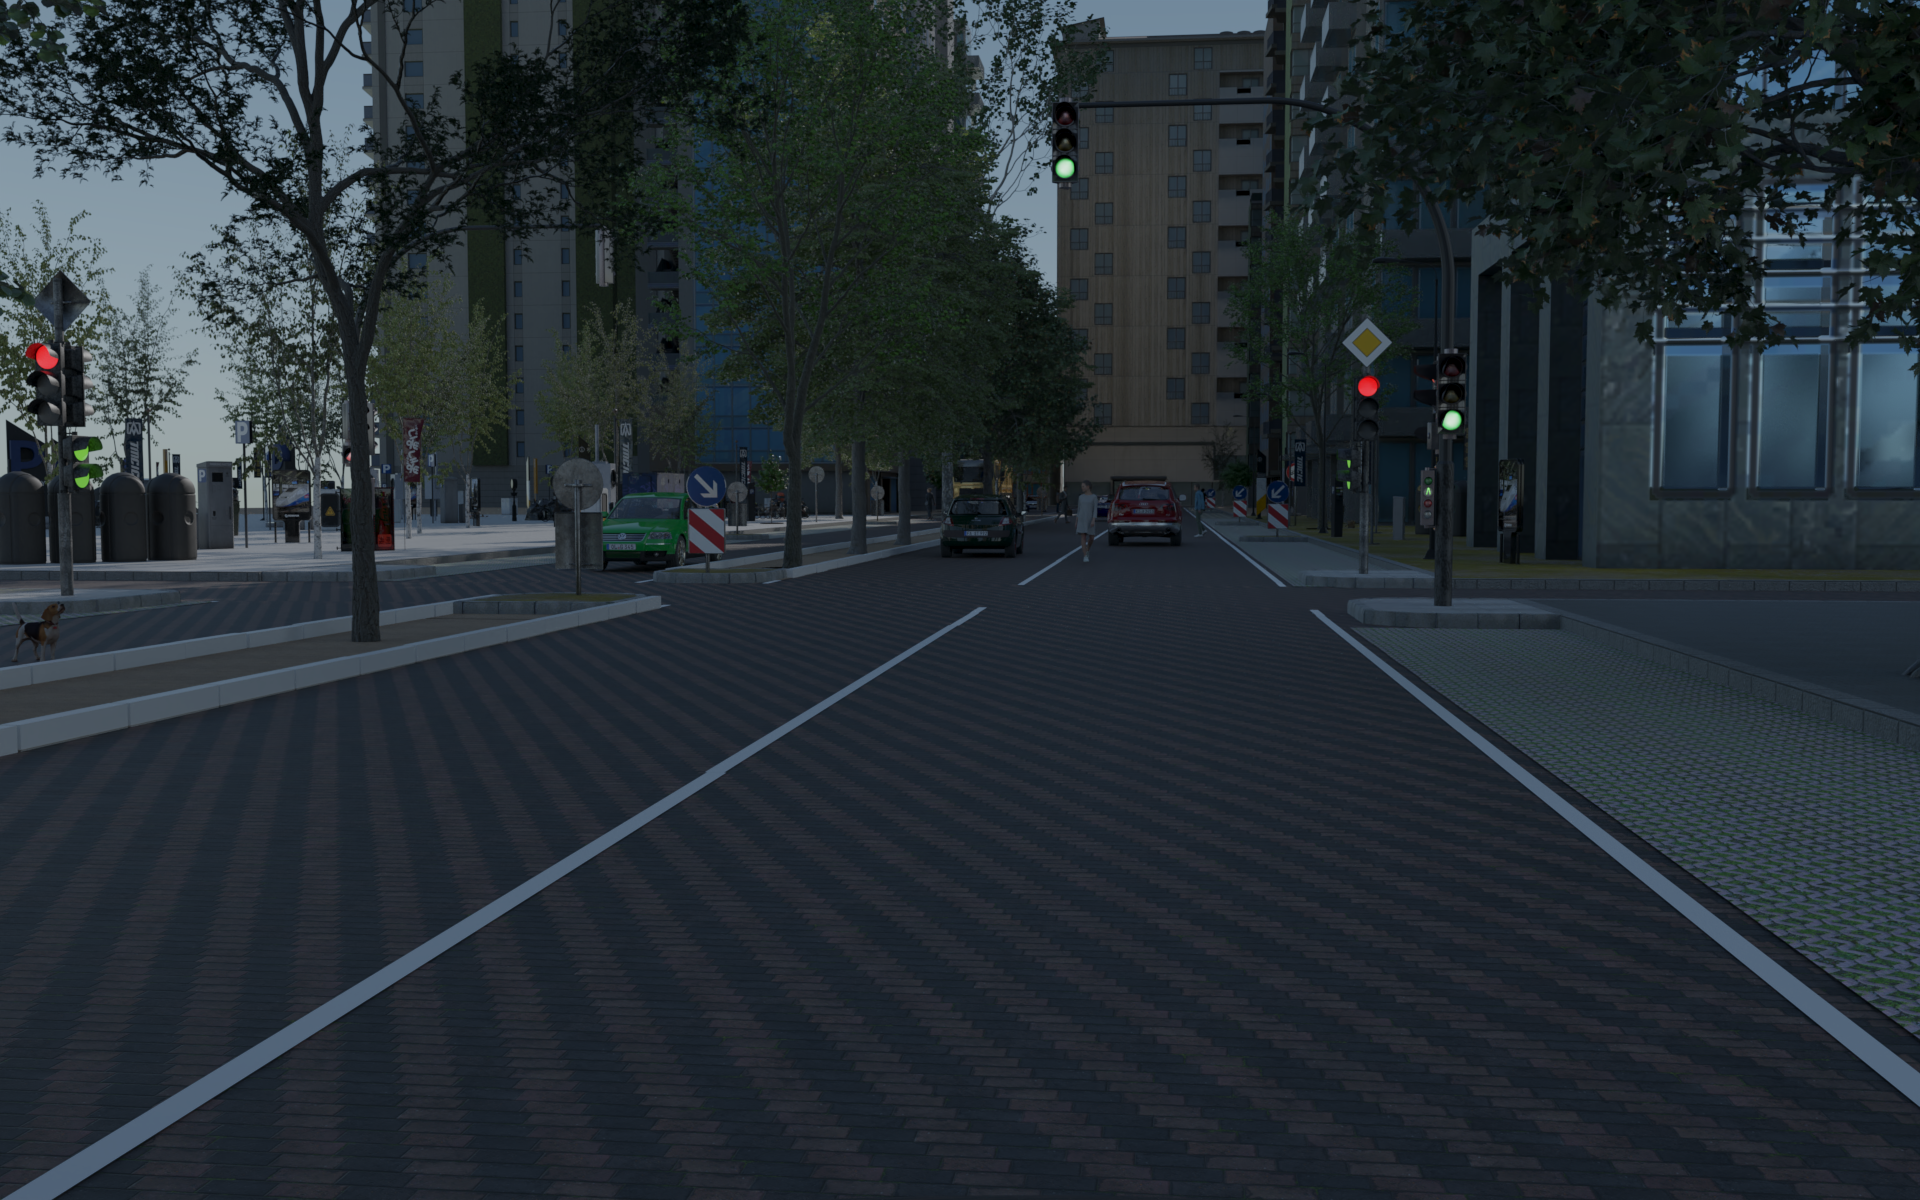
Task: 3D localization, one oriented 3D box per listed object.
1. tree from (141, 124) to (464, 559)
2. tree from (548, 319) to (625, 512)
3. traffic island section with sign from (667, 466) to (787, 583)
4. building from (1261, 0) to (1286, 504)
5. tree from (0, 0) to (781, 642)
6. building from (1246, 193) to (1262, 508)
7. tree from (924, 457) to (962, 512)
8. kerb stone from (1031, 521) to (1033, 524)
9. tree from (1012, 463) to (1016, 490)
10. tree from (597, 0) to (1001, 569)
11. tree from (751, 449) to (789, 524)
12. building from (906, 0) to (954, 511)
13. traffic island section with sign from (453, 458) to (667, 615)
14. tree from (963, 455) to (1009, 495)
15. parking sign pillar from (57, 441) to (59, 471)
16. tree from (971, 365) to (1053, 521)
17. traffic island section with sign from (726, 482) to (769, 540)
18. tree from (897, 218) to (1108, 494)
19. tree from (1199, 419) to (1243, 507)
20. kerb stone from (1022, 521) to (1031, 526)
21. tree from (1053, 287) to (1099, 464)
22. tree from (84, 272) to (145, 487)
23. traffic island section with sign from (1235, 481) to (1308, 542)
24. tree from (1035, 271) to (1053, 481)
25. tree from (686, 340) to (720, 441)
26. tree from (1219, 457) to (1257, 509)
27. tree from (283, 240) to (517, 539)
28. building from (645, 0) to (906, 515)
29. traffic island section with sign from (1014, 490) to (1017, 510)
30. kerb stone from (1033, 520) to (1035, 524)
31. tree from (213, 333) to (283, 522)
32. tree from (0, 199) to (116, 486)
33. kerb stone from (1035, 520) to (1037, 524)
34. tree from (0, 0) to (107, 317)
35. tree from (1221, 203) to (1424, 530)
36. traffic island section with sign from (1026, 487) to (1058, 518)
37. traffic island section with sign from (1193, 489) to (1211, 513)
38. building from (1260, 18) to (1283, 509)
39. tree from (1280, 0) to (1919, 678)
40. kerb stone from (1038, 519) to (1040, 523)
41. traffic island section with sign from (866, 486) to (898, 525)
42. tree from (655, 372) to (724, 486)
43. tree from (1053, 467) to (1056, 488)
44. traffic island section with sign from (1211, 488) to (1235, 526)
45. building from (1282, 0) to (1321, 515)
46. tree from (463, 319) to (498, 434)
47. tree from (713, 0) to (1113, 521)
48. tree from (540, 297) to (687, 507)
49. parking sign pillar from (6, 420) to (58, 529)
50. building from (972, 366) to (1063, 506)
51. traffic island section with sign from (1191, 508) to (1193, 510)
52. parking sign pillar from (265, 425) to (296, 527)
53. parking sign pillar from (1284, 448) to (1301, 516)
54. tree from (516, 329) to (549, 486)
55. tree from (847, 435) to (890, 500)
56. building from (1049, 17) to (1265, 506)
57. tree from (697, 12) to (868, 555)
[{"bbox_3d":[-12.948,-5.129,34.216,4.360,8.622,3.978,0,3,0],"label":"tree"},{"bbox_3d":[-16.288,-7.529,73.463,4.737,8.622,4.395,0,3,0],"label":"tree"},{"bbox_3d":[-4.036,-1.261,28.749,2.006,1.907,1.989,0,4,7],"label":"traffic island section with sign"},{"bbox_3d":[34.418,-29.115,130.652,22.147,44.769,28.867,0,4,7],"label":"building"},{"bbox_3d":[-5.683,-4.888,16.786,8.767,10.594,7.601,0,4,7],"label":"tree"},{"bbox_3d":[34.782,-24.205,167.460,14.160,30.474,14.107,0,4,7],"label":"building"},{"bbox_3d":[-0.938,-8.673,125.514,4.285,4.588,4.351,0,3,0],"label":"tree"},{"bbox_3d":[3.205,-3.587,80.850,0.120,0.150,1.000,0,4,7],"label":"kerb stone"},{"bbox_3d":[3.871,-13.182,165.882,4.360,8.622,3.978,0,3,0],"label":"tree"},{"bbox_3d":[-3.073,-6.367,32.311,9.928,11.665,9.643,0,3,0],"label":"tree"},{"bbox_3d":[-8.198,-4.870,74.229,1.663,3.219,1.824,0,3,0],"label":"tree"},{"bbox_3d":[-12.605,-36.173,133.434,21.231,58.520,28.212,0,4,7],"label":"building"},{"bbox_3d":[-4.922,-0.811,21.395,2.006,1.907,1.989,0,4,7],"label":"traffic island section with sign"},{"bbox_3d":[1.268,-12.271,150.988,4.360,8.622,3.978,0,3,0],"label":"tree"},{"bbox_3d":[-42.812,-5.788,83.111,1.447,3.967,1.447,-3,5,-42],"label":"parking sign pillar"},{"bbox_3d":[1.718,-7.682,78.428,4.737,8.622,4.395,0,3,0],"label":"tree"},{"bbox_3d":[-7.095,-2.808,54.543,1.989,1.847,2.006,0,4,7],"label":"traffic island section with sign"},{"bbox_3d":[1.141,-9.252,70.730,9.611,12.733,9.660,0,3,0],"label":"tree"},{"bbox_3d":[25.349,-13.338,168.443,4.360,8.622,3.978,0,3,0],"label":"tree"},{"bbox_3d":[3.077,-3.525,79.833,0.120,0.150,1.000,0,4,7],"label":"kerb stone"},{"bbox_3d":[2.861,-10.020,84.416,7.486,12.596,7.792,0,3,0],"label":"tree"},{"bbox_3d":[-26.723,-6.453,55.876,4.360,8.622,3.978,0,3,0],"label":"tree"},{"bbox_3d":[9.433,-2.669,52.264,1.989,1.847,2.006,0,4,7],"label":"traffic island section with sign"},{"bbox_3d":[-1.628,-7.829,48.588,7.486,12.596,7.792,0,3,0],"label":"tree"},{"bbox_3d":[-13.310,-7.928,79.978,4.360,8.622,3.978,0,3,0],"label":"tree"},{"bbox_3d":[24.350,-10.284,151.859,4.285,4.588,4.351,0,3,0],"label":"tree"},{"bbox_3d":[-16.017,-6.059,49.431,4.737,8.622,4.395,0,3,0],"label":"tree"},{"bbox_3d":[-11.382,-28.273,112.376,14.600,45.320,14.200,0,4,7],"label":"building"},{"bbox_3d":[5.269,-9.149,158.215,1.989,1.847,2.006,0,4,7],"label":"traffic island section with sign"},{"bbox_3d":[3.325,-3.650,81.865,0.120,0.150,1.000,0,4,7],"label":"kerb stone"},{"bbox_3d":[-31.761,-7.869,79.028,4.737,8.622,4.395,0,3,0],"label":"tree"},{"bbox_3d":[-22.650,-5.638,42.543,4.737,8.622,4.395,0,3,0],"label":"tree"},{"bbox_3d":[3.445,-3.711,82.880,0.120,0.150,1.000,0,4,7],"label":"kerb stone"},{"bbox_3d":[-6.935,-5.954,6.459,9.857,13.997,8.962,0,3,0],"label":"tree"},{"bbox_3d":[13.020,-8.365,62.527,9.928,11.665,9.643,0,3,0],"label":"tree"},{"bbox_3d":[4.845,-5.824,103.363,2.006,1.907,1.989,0,4,7],"label":"traffic island section with sign"},{"bbox_3d":[18.566,-7.358,128.936,1.989,1.847,2.006,0,4,7],"label":"traffic island section with sign"},{"bbox_3d":[34.005,-30.750,152.872,14.600,45.320,14.200,0,4,7],"label":"building"},{"bbox_3d":[7.021,-5.790,11.676,9.611,12.733,9.660,0,3,0],"label":"tree"},{"bbox_3d":[3.693,-3.836,84.915,0.120,0.150,1.000,0,4,7],"label":"kerb stone"},{"bbox_3d":[-3.895,-4.445,81.308,1.989,1.847,2.006,0,4,7],"label":"traffic island section with sign"},{"bbox_3d":[-16.155,-9.333,102.949,4.737,8.622,4.395,0,3,0],"label":"tree"},{"bbox_3d":[3.414,-8.434,90.714,4.737,8.622,4.395,0,3,0],"label":"tree"},{"bbox_3d":[12.627,-4.306,79.030,1.989,1.847,2.006,0,4,7],"label":"traffic island section with sign"},{"bbox_3d":[27.485,-26.040,109.343,14.154,41.232,14.086,0,4,7],"label":"building"},{"bbox_3d":[-17.453,-6.480,56.304,4.360,8.622,3.978,0,3,0],"label":"tree"},{"bbox_3d":[-1.535,-12.306,59.551,12.611,20.169,13.585,0,3,0],"label":"tree"},{"bbox_3d":[-13.072,-6.972,64.353,4.360,8.622,3.978,0,3,0],"label":"tree"},{"bbox_3d":[-33.852,-4.554,62.931,1.447,3.967,1.447,-3,4,-37],"label":"parking sign pillar"},{"bbox_3d":[-3.049,-21.972,204.273,28.899,21.520,27.650,0,4,7],"label":"building"},{"bbox_3d":[21.752,-8.995,155.703,1.989,1.847,2.006,0,4,7],"label":"traffic island section with sign"},{"bbox_3d":[-26.184,-4.808,67.089,1.447,3.967,1.447,-3,5,-43],"label":"parking sign pillar"},{"bbox_3d":[19.161,-6.873,100.844,1.447,3.967,1.447,1,4,17],"label":"parking sign pillar"},{"bbox_3d":[-18.672,-7.050,65.625,4.737,8.622,4.395,0,3,0],"label":"tree"},{"bbox_3d":[-4.941,-9.245,101.523,4.360,8.622,3.978,0,3,0],"label":"tree"},{"bbox_3d":[24.954,-37.357,200.025,27.495,52.752,28.713,0,4,7],"label":"building"},{"bbox_3d":[-2.459,-7.369,41.062,7.486,12.596,7.792,0,3,0],"label":"tree"}]
